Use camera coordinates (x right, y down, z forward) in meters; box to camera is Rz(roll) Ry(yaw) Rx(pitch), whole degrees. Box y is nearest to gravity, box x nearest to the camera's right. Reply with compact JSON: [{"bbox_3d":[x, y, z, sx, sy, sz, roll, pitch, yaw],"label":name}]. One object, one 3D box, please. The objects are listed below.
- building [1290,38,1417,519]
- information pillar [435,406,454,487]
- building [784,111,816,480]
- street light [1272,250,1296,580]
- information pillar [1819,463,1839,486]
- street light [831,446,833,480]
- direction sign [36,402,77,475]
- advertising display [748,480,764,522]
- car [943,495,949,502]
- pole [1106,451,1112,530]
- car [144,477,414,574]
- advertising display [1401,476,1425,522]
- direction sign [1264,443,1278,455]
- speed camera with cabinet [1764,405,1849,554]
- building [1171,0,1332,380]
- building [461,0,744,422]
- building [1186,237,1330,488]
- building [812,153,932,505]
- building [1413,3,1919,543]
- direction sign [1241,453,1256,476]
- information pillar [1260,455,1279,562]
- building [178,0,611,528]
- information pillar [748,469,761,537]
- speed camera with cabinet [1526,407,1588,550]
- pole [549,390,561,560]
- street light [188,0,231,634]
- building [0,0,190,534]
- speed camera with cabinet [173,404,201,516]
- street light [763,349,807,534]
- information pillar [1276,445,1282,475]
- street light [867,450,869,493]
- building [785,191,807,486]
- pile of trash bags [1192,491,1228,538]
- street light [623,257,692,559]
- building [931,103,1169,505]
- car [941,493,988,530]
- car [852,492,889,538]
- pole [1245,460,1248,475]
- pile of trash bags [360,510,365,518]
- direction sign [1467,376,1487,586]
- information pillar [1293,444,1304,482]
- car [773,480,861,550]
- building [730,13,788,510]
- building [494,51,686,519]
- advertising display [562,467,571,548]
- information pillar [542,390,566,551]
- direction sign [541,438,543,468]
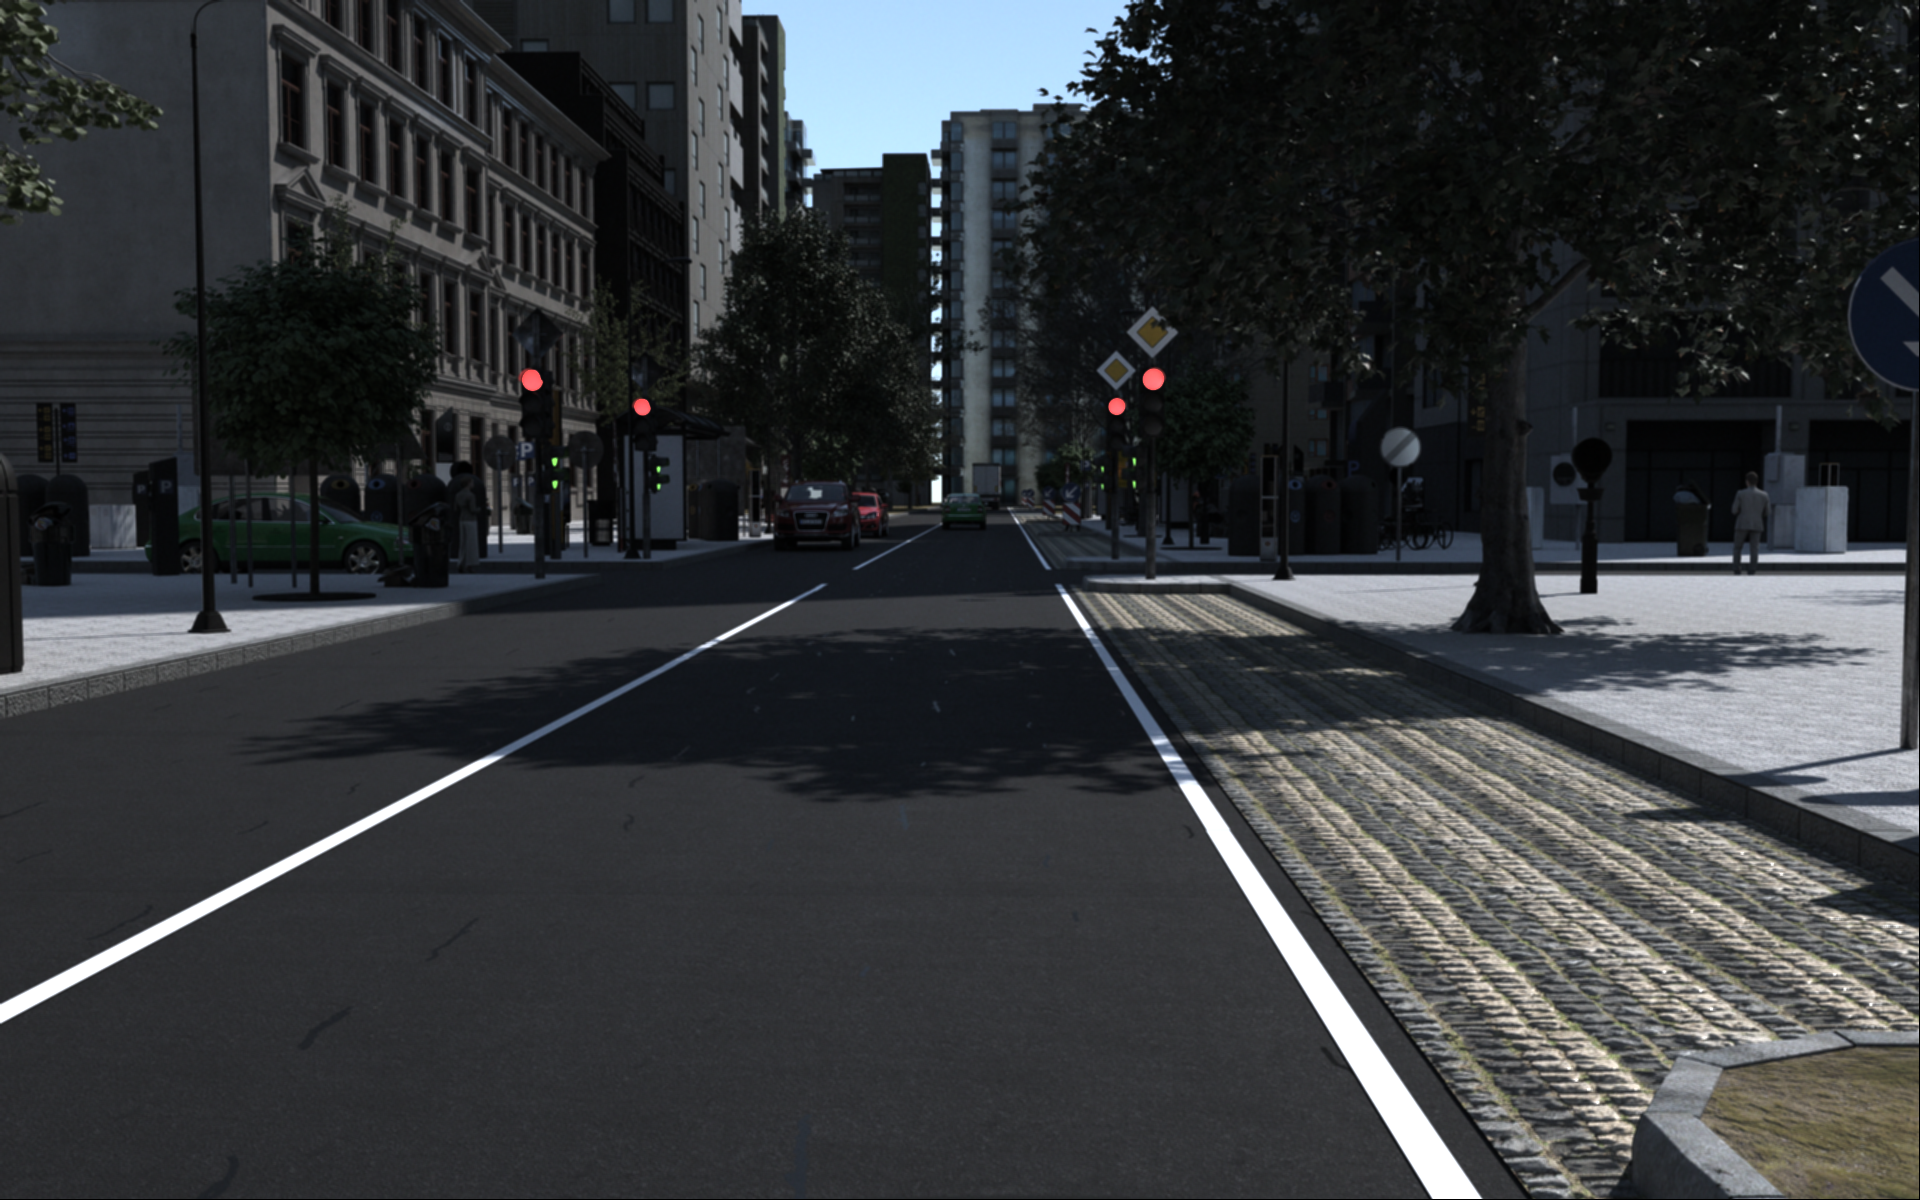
[{"bbox_3d":[29.108,-26.279,84.283,22.147,44.769,28.867,0,4,1],"label":"building"},{"bbox_3d":[-13.709,-3.352,46.160,0.504,3.616,0.183,-3,5,-44],"label":"information pillar"},{"bbox_3d":[-33.007,-36.452,215.604,30.456,49.044,23.786,0,4,1],"label":"building"},{"bbox_3d":[4.312,-3.257,25.788,1.470,5.913,1.316,0,4,1],"label":"street light"},{"bbox_3d":[20.617,-2.241,41.131,0.304,2.012,0.304,-1,4,-20],"label":"information pillar"},{"bbox_3d":[-5.170,-6.396,77.111,1.470,5.913,1.316,0,4,1],"label":"street light"},{"bbox_3d":[-22.359,-3.116,42.943,0.876,3.537,0.379,-1,4,-16],"label":"direction sign"},{"bbox_3d":[-9.436,-4.579,80.086,0.123,1.923,0.974,3,4,36],"label":"advertising display"},{"bbox_3d":[-0.565,-9.355,165.308,2.083,1.381,4.827,0,4,0],"label":"car"},{"bbox_3d":[5.329,-4.173,62.075,0.158,3.312,0.155,0,3,0],"label":"pole"},{"bbox_3d":[-11.137,-1.245,29.150,4.718,1.807,1.959,0,4,0],"label":"car"},{"bbox_3d":[16.257,-3.502,62.476,0.974,1.923,0.123,2,4,30],"label":"advertising display"},{"bbox_3d":[13.940,-5.242,77.696,0.876,3.537,0.379,-3,4,-37],"label":"direction sign"},{"bbox_3d":[18.602,-2.676,38.096,0.660,3.252,2.038,-1,4,-13],"label":"speed camera with cabinet"},{"bbox_3d":[29.900,-37.694,158.300,21.231,58.520,28.212,0,4,1],"label":"building"},{"bbox_3d":[-30.322,-32.635,122.815,28.713,52.752,27.495,0,4,1],"label":"building"},{"bbox_3d":[32.280,-17.482,130.866,27.650,21.520,28.899,0,4,1],"label":"building"},{"bbox_3d":[-10.584,-32.240,210.725,14.086,41.232,14.154,0,4,1],"label":"building"},{"bbox_3d":[27.040,-37.595,52.935,20.611,71.187,20.563,0,4,1],"label":"building"},{"bbox_3d":[15.985,-6.360,95.982,0.876,3.537,0.379,3,5,39],"label":"direction sign"},{"bbox_3d":[5.888,-1.742,32.973,0.304,2.012,0.304,1,4,19],"label":"information pillar"},{"bbox_3d":[-23.407,-14.691,76.353,11.583,22.565,21.152,0,4,1],"label":"building"},{"bbox_3d":[-6.079,-2.862,51.288,0.304,2.012,0.304,-1,4,-20],"label":"information pillar"},{"bbox_3d":[13.352,-2.782,39.815,2.038,3.252,0.660,3,5,44],"label":"speed camera with cabinet"},{"bbox_3d":[-7.941,-2.452,33.928,0.158,3.312,0.155,0,3,0],"label":"pole"},{"bbox_3d":[-6.438,-2.652,15.906,1.470,5.913,1.316,0,4,1],"label":"street light"},{"bbox_3d":[-22.922,-13.399,55.224,11.583,22.565,21.152,0,4,1],"label":"building"},{"bbox_3d":[-16.755,-2.645,37.581,0.660,3.252,2.038,-1,4,-20],"label":"speed camera with cabinet"},{"bbox_3d":[-5.608,-5.081,55.621,1.470,5.913,1.316,0,4,1],"label":"street light"},{"bbox_3d":[14.225,-5.219,76.678,0.504,3.616,0.183,3,5,42],"label":"information pillar"},{"bbox_3d":[-4.690,-7.710,98.601,1.470,5.913,1.316,0,4,1],"label":"street light"},{"bbox_3d":[-21.811,-24.218,167.666,14.107,30.474,14.160,0,4,1],"label":"building"},{"bbox_3d":[7.864,-2.590,52.094,1.912,1.369,3.447,-1,4,-20],"label":"pile of trash bags"},{"bbox_3d":[-5.953,-3.767,34.129,1.470,5.913,1.316,0,4,1],"label":"street light"},{"bbox_3d":[11.798,-36.426,215.176,30.456,49.044,23.786,0,4,1],"label":"building"},{"bbox_3d":[0.185,-3.814,71.152,1.959,1.807,4.718,0,4,1],"label":"car"},{"bbox_3d":[-3.412,-2.980,57.767,2.155,1.783,4.494,0,4,2],"label":"car"},{"bbox_3d":[15.241,-6.012,92.143,0.158,3.312,0.155,0,3,0],"label":"pole"},{"bbox_3d":[-13.421,-1.758,38.492,1.912,1.369,3.447,3,5,44],"label":"pile of trash bags"},{"bbox_3d":[7.383,-1.965,24.130,0.876,3.537,0.379,-2,4,-30],"label":"direction sign"},{"bbox_3d":[15.879,-5.506,81.371,0.504,3.616,0.183,-1,4,-12],"label":"information pillar"},{"bbox_3d":[-3.732,-2.267,45.739,2.281,1.827,5.304,0,4,0],"label":"car"},{"bbox_3d":[-22.212,-28.143,143.740,14.154,41.232,14.086,0,4,1],"label":"building"},{"bbox_3d":[-22.656,-16.242,95.240,12.332,23.373,15.834,0,4,1],"label":"building"},{"bbox_3d":[-9.469,-2.192,41.050,0.123,1.923,0.974,1,4,9],"label":"advertising display"},{"bbox_3d":[-9.235,-2.933,39.304,0.504,3.616,0.183,1,4,19],"label":"information pillar"},{"bbox_3d":[-16.533,-4.713,69.049,0.379,3.537,0.876,3,4,36],"label":"direction sign"}]
